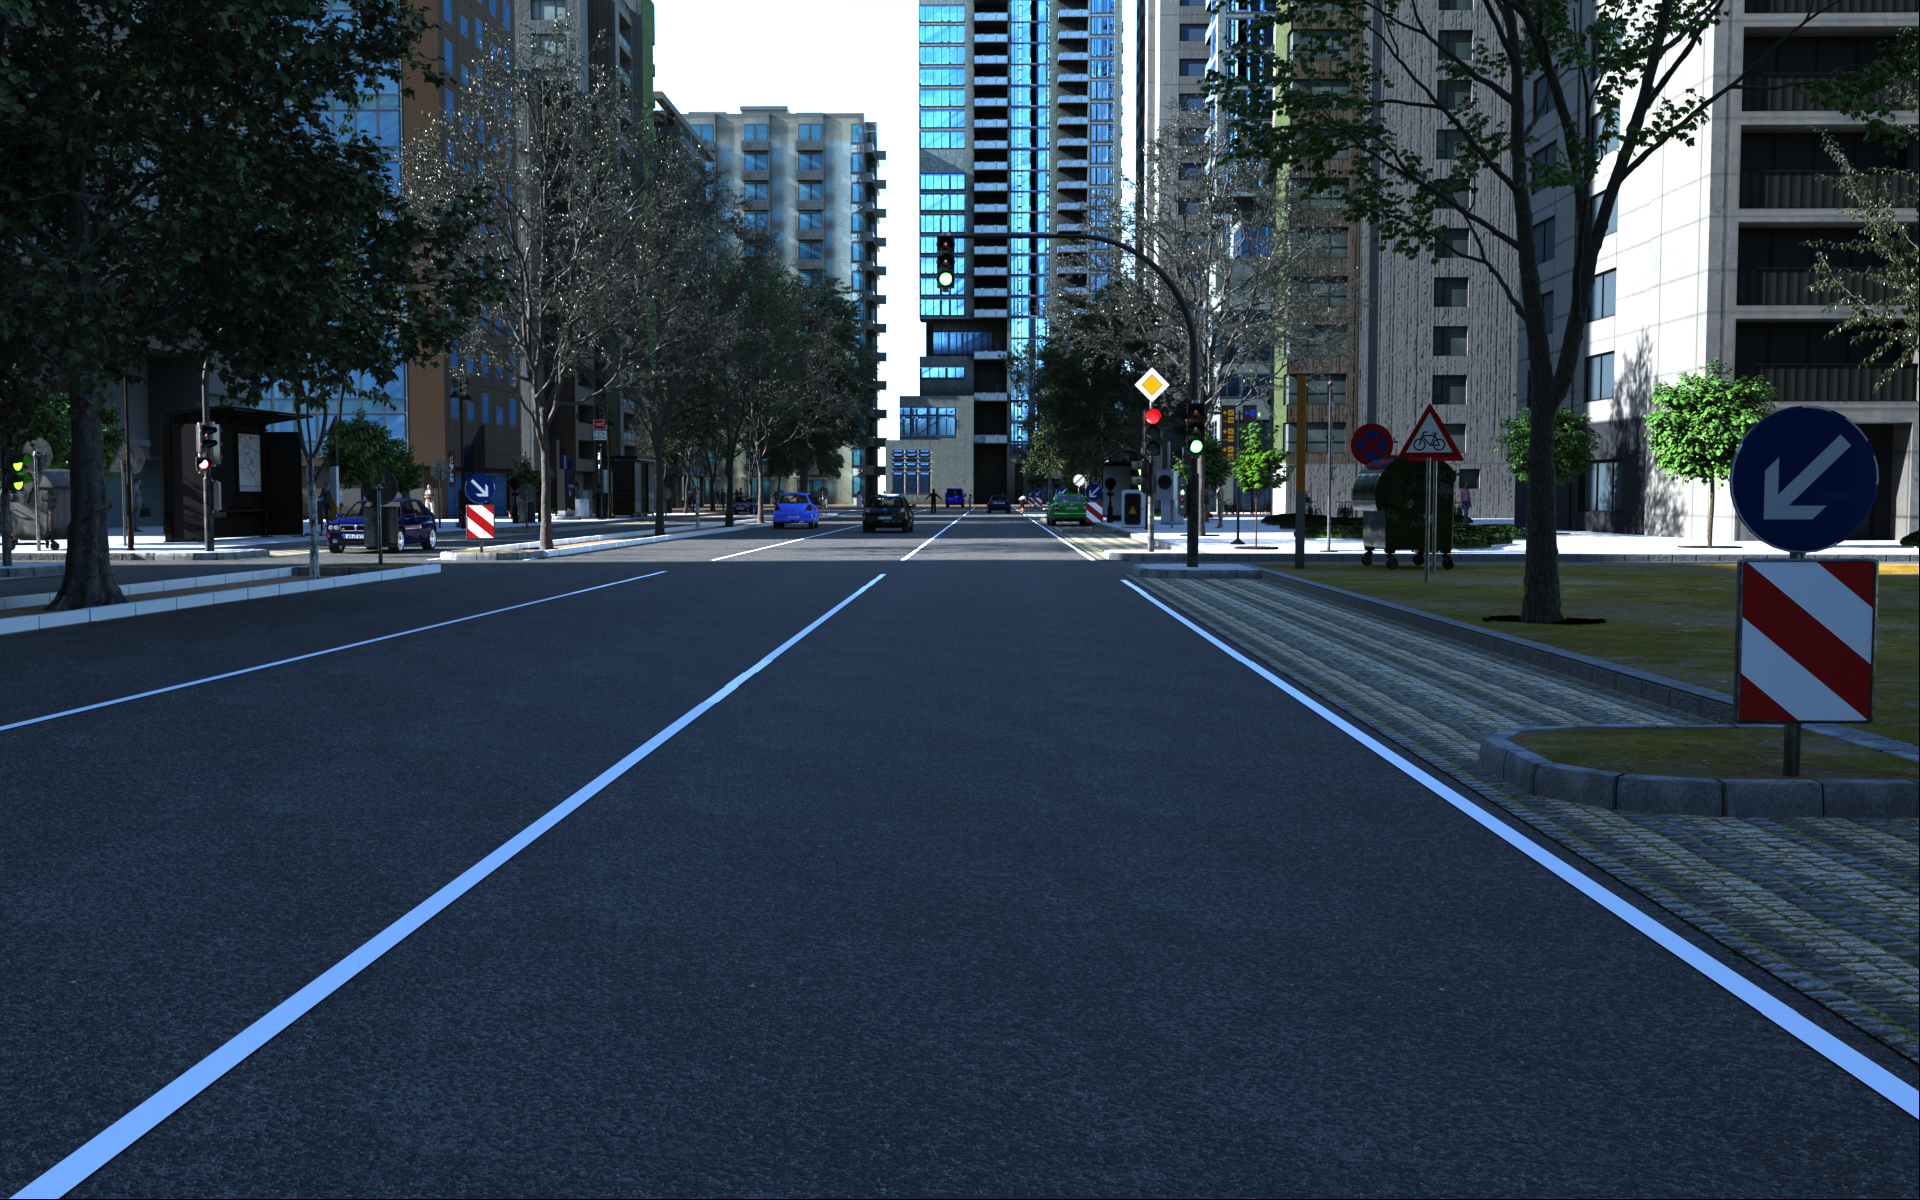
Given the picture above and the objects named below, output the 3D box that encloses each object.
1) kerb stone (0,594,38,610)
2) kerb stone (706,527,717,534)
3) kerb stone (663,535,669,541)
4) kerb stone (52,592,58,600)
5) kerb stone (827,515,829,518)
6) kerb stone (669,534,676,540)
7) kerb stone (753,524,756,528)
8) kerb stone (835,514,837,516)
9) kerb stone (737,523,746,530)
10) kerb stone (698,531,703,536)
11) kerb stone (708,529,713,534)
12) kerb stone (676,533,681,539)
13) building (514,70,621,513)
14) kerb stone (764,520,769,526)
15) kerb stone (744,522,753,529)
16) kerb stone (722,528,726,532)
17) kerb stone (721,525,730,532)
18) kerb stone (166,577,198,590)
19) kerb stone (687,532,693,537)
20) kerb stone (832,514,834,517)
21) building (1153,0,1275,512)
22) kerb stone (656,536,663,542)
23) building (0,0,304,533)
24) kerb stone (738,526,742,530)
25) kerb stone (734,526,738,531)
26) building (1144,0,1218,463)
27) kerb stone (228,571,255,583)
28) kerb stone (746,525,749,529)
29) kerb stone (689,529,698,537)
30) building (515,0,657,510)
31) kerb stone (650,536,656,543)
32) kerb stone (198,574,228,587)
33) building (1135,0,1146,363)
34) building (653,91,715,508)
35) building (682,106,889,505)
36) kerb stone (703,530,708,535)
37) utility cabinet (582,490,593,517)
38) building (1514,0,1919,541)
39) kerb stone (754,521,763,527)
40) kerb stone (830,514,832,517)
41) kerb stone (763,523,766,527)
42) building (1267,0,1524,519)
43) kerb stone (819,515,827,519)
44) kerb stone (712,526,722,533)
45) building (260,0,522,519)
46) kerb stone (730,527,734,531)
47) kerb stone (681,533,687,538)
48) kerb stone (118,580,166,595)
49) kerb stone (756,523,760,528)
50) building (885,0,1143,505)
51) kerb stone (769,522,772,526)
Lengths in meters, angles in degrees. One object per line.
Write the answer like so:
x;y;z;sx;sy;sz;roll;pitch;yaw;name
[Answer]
-11.840;0.023;21.886;0.120;0.150;1.000;0;4;1;kerb stone
-8.967;-2.455;62.340;0.120;0.150;1.000;0;4;1;kerb stone
-9.150;-1.892;53.122;0.120;0.150;1.000;0;4;1;kerb stone
-11.822;-0.037;22.908;0.120;0.150;1.000;0;4;1;kerb stone
-8.173;-5.027;104.393;0.120;0.150;1.000;0;4;1;kerb stone
-9.121;-1.954;54.147;0.120;0.150;1.000;0;4;1;kerb stone
-8.771;-3.079;72.596;0.120;0.150;1.000;0;4;1;kerb stone
-8.065;-5.341;109.516;0.120;0.150;1.000;0;4;1;kerb stone
-8.830;-2.894;69.511;0.120;0.150;1.000;0;4;1;kerb stone
-9.026;-2.265;59.267;0.120;0.150;1.000;0;4;1;kerb stone
-8.986;-2.391;61.312;0.120;0.150;1.000;0;4;1;kerb stone
-9.106;-2.011;55.170;0.120;0.150;1.000;0;4;1;kerb stone
-32.439;-21.412;121.793;14.160;30.474;14.107;0;4;1;building
-8.691;-3.333;76.693;0.120;0.150;1.000;0;4;1;kerb stone
-8.795;-3.019;71.555;0.120;0.150;1.000;0;4;1;kerb stone
-8.932;-2.580;64.385;0.120;0.150;1.000;0;4;1;kerb stone
-8.904;-2.643;65.406;0.120;0.150;1.000;0;4;1;kerb stone
-11.759;-0.231;25.980;0.120;0.150;1.000;0;4;1;kerb stone
-9.066;-2.139;57.219;0.120;0.150;1.000;0;4;1;kerb stone
-8.109;-5.214;107.465;0.120;0.150;1.000;0;4;1;kerb stone
27.709;-50.279;134.740;22.319;86.520;31.000;0;4;1;building
-9.161;-1.829;52.098;0.120;0.150;1.000;0;4;1;kerb stone
-42.921;-28.948;62.541;28.713;52.752;27.495;0;4;1;building
-8.852;-2.827;68.482;0.120;0.150;1.000;0;4;1;kerb stone
-8.865;-2.762;67.457;0.120;0.150;1.000;0;4;1;kerb stone
28.189;-38.146;165.680;21.231;58.520;28.212;0;4;1;building
-11.720;-0.357;28.025;0.120;0.150;1.000;0;4;1;kerb stone
-8.812;-2.956;70.533;0.120;0.150;1.000;0;4;1;kerb stone
-9.047;-2.205;58.241;0.120;0.150;1.000;0;4;1;kerb stone
-32.013;-27.641;135.529;14.154;41.232;14.086;0;4;1;building
-9.186;-1.760;51.070;0.120;0.150;1.000;0;4;1;kerb stone
-11.738;-0.294;27.002;0.120;0.150;1.000;0;4;1;kerb stone
32.596;-47.401;213.263;20.611;71.187;20.563;0;4;1;building
-36.655;-28.930;164.890;23.993;40.220;32.217;0;4;1;building
-24.121;-36.512;216.573;30.456;49.044;23.786;0;4;1;building
-9.003;-2.325;60.290;0.120;0.150;1.000;0;4;1;kerb stone
-20.445;-5.281;95.025;0.318;1.500;1.173;0;4;1;utility cabinet
31.610;-37.724;55.048;20.611;71.187;20.563;0;4;1;building
-8.743;-3.208;74.649;0.120;0.150;1.000;0;4;1;kerb stone
-8.124;-5.152;106.443;0.120;0.150;1.000;0;4;1;kerb stone
-8.713;-3.268;75.671;0.120;0.150;1.000;0;4;1;kerb stone
24.193;-19.867;96.526;14.160;30.474;14.107;0;4;1;building
-8.193;-4.955;103.363;0.120;0.150;1.000;0;4;1;kerb stone
-8.945;-2.518;63.362;0.120;0.150;1.000;0;4;1;kerb stone
-32.777;-27.123;93.566;14.600;45.320;14.200;0;4;1;building
-8.891;-2.706;66.434;0.120;0.150;1.000;0;4;1;kerb stone
-9.085;-2.079;56.194;0.120;0.150;1.000;0;4;1;kerb stone
-11.780;-0.166;24.959;0.120;0.150;1.000;0;4;1;kerb stone
-8.750;-3.143;73.618;0.120;0.150;1.000;0;4;1;kerb stone
6.820;-55.160;214.540;31.000;86.520;22.319;0;4;1;building
-8.674;-3.396;77.725;0.120;0.150;1.000;0;4;1;kerb stone
